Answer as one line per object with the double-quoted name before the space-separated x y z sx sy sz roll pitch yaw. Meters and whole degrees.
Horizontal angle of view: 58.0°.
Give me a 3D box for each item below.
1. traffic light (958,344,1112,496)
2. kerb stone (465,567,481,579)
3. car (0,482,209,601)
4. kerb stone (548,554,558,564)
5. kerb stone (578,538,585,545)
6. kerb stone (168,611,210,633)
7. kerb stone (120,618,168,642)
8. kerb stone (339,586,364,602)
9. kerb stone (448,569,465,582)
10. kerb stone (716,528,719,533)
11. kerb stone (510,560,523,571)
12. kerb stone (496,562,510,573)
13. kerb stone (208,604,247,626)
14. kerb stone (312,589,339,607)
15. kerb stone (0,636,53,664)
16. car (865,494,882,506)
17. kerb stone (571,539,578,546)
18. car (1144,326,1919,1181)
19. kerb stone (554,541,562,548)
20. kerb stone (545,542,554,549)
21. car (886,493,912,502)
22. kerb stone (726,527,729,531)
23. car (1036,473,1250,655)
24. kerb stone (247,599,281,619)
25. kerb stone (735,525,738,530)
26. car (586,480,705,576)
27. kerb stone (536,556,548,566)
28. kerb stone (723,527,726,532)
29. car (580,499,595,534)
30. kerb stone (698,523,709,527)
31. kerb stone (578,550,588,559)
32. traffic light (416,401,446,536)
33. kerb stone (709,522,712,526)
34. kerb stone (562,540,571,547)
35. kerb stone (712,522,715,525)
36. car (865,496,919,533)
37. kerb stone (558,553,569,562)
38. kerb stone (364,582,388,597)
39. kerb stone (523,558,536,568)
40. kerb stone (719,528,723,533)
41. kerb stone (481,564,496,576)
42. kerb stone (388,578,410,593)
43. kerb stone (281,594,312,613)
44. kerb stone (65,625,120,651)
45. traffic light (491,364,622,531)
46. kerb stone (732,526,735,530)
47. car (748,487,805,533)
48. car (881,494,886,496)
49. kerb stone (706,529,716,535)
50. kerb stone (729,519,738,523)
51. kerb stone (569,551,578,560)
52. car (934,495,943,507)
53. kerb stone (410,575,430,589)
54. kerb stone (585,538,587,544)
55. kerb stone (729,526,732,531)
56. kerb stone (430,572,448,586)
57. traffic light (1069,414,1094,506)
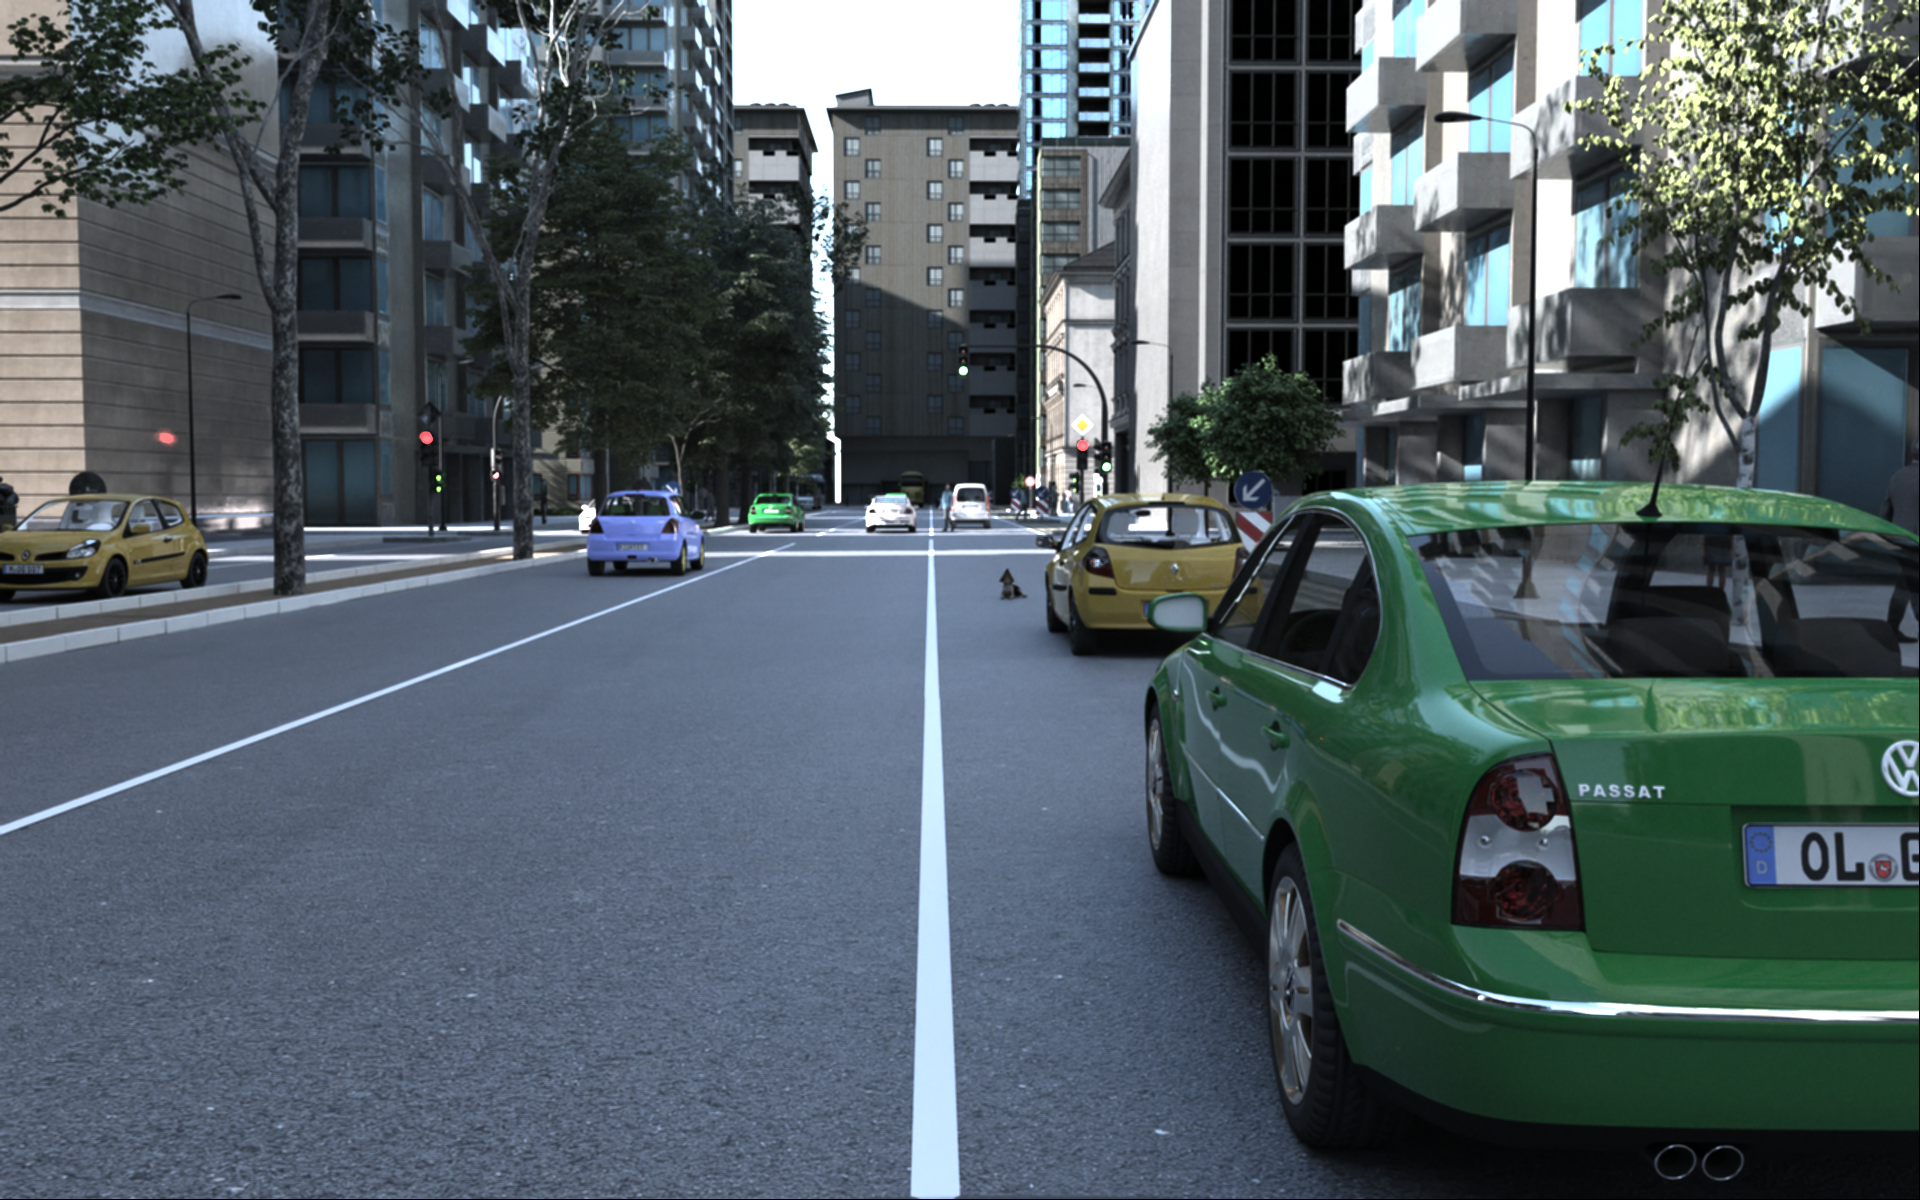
"traffic light" 2.314 -4.773 52.702 4.771 5.953 1.251 0 4 -1
"kerb stone" -8.400 -0.449 29.539 0.120 0.150 1.000 0 4 -1
"car" -12.157 -0.867 24.391 2.015 1.641 3.980 0 4 0
"kerb stone" -8.504 -0.826 35.694 0.120 0.150 1.000 0 4 -1
"kerb stone" -10.821 -1.634 48.938 0.120 0.150 1.000 0 4 -1
"kerb stone" -8.205 0.248 18.263 0.120 0.150 1.000 0 4 -1
"kerb stone" -8.195 0.306 17.240 0.120 0.150 1.000 0 4 -1
"kerb stone" -8.300 -0.073 23.382 0.120 0.150 1.000 0 4 -1
"kerb stone" -8.377 -0.386 28.506 0.120 0.150 1.000 0 4 -1
"kerb stone" -8.954 -2.481 62.827 0.120 0.150 1.000 0 4 -1
"kerb stone" -8.452 -0.637 32.614 0.120 0.150 1.000 0 4 -1
"kerb stone" -8.436 -0.574 31.592 0.120 0.150 1.000 0 4 -1
"kerb stone" -8.225 0.178 19.284 0.120 0.150 1.000 0 4 -1
"kerb stone" -8.279 -0.010 22.361 0.120 0.150 1.000 0 4 -1
"kerb stone" -8.157 0.432 15.196 0.120 0.150 1.000 0 4 -1
"car" -8.569 -10.000 175.294 2.131 1.459 4.920 0 4 1
"kerb stone" -10.804 -1.571 47.917 0.120 0.150 1.000 0 4 -1
"car" 1.607 0.222 5.170 1.959 1.807 4.718 0 4 0
"kerb stone" -10.771 -1.448 45.873 0.120 0.150 1.000 0 4 -1
"kerb stone" -10.750 -1.386 44.849 0.120 0.150 1.000 0 4 -1
"car" -3.903 -5.944 105.978 1.959 1.807 4.718 0 4 -2
"kerb stone" -9.002 -2.674 65.922 0.120 0.150 1.000 0 4 -1
"car" 1.789 -0.406 16.859 2.015 1.641 3.980 0 4 -2
"kerb stone" -8.243 0.116 20.308 0.120 0.150 1.000 0 4 -1
"kerb stone" -9.056 -2.863 68.997 0.120 0.150 1.000 0 4 -1
"car" -5.698 -1.353 31.712 1.945 1.707 3.694 0 4 -1
"kerb stone" -8.479 -0.762 34.673 0.120 0.150 1.000 0 4 -1
"kerb stone" -8.989 -2.611 64.885 0.120 0.150 1.000 0 4 -1
"car" -12.891 -3.177 64.308 2.083 1.381 4.827 0 4 -3
"kerb stone" -11.270 -3.298 76.117 0.120 0.150 1.000 0 4 -1
"kerb stone" -8.546 -1.014 38.772 0.120 0.150 1.000 0 4 -1
"traffic light" -16.054 -3.890 52.524 0.839 4.253 0.868 0 4 -1
"kerb stone" -11.287 -3.360 77.140 0.120 0.150 1.000 0 4 -1
"kerb stone" -10.779 -1.511 46.895 0.120 0.150 1.000 0 4 -1
"kerb stone" -11.311 -3.415 78.163 0.120 0.150 1.000 0 4 -1
"car" -2.599 -3.268 65.799 2.083 1.381 4.827 0 4 -1
"kerb stone" -8.517 -0.888 36.718 0.120 0.150 1.000 0 4 -1
"kerb stone" -8.318 -0.131 24.404 0.120 0.150 1.000 0 4 -1
"kerb stone" -8.469 -0.700 33.644 0.120 0.150 1.000 0 4 -1
"kerb stone" -8.968 -2.543 63.855 0.120 0.150 1.000 0 4 -1
"kerb stone" -8.414 -0.512 30.565 0.120 0.150 1.000 0 4 -1
"kerb stone" -8.332 -0.198 25.429 0.120 0.150 1.000 0 4 -1
"kerb stone" -8.253 0.053 21.334 0.120 0.150 1.000 0 4 -1
"kerb stone" -8.182 0.366 16.218 0.120 0.150 1.000 0 4 -1
"traffic light" -14.096 -5.254 60.578 4.771 5.953 1.251 0 4 -1
"kerb stone" -9.038 -2.799 67.969 0.120 0.150 1.000 0 4 -1
"car" -6.902 -3.463 65.415 1.959 1.807 4.718 0 3 0
"car" -9.058 -11.972 204.774 2.155 1.783 4.494 0 4 -2
"kerb stone" -8.927 -2.423 61.804 0.120 0.150 1.000 0 4 -1
"kerb stone" -11.465 -3.988 87.392 0.120 0.150 1.000 0 4 -1
"kerb stone" -8.537 -0.946 37.741 0.120 0.150 1.000 0 4 -1
"car" -1.802 -10.773 188.719 1.945 1.354 3.894 0 4 -3
"kerb stone" -8.349 -0.260 26.460 0.120 0.150 1.000 0 4 -1
"kerb stone" -10.837 -1.698 49.960 0.120 0.150 1.000 0 4 -1
"kerb stone" -9.020 -2.737 66.944 0.120 0.150 1.000 0 4 -1
"kerb stone" -8.358 -0.322 27.482 0.120 0.150 1.000 0 4 -1
"traffic light" 4.272 -4.400 60.862 0.839 4.253 0.868 0 4 -1
